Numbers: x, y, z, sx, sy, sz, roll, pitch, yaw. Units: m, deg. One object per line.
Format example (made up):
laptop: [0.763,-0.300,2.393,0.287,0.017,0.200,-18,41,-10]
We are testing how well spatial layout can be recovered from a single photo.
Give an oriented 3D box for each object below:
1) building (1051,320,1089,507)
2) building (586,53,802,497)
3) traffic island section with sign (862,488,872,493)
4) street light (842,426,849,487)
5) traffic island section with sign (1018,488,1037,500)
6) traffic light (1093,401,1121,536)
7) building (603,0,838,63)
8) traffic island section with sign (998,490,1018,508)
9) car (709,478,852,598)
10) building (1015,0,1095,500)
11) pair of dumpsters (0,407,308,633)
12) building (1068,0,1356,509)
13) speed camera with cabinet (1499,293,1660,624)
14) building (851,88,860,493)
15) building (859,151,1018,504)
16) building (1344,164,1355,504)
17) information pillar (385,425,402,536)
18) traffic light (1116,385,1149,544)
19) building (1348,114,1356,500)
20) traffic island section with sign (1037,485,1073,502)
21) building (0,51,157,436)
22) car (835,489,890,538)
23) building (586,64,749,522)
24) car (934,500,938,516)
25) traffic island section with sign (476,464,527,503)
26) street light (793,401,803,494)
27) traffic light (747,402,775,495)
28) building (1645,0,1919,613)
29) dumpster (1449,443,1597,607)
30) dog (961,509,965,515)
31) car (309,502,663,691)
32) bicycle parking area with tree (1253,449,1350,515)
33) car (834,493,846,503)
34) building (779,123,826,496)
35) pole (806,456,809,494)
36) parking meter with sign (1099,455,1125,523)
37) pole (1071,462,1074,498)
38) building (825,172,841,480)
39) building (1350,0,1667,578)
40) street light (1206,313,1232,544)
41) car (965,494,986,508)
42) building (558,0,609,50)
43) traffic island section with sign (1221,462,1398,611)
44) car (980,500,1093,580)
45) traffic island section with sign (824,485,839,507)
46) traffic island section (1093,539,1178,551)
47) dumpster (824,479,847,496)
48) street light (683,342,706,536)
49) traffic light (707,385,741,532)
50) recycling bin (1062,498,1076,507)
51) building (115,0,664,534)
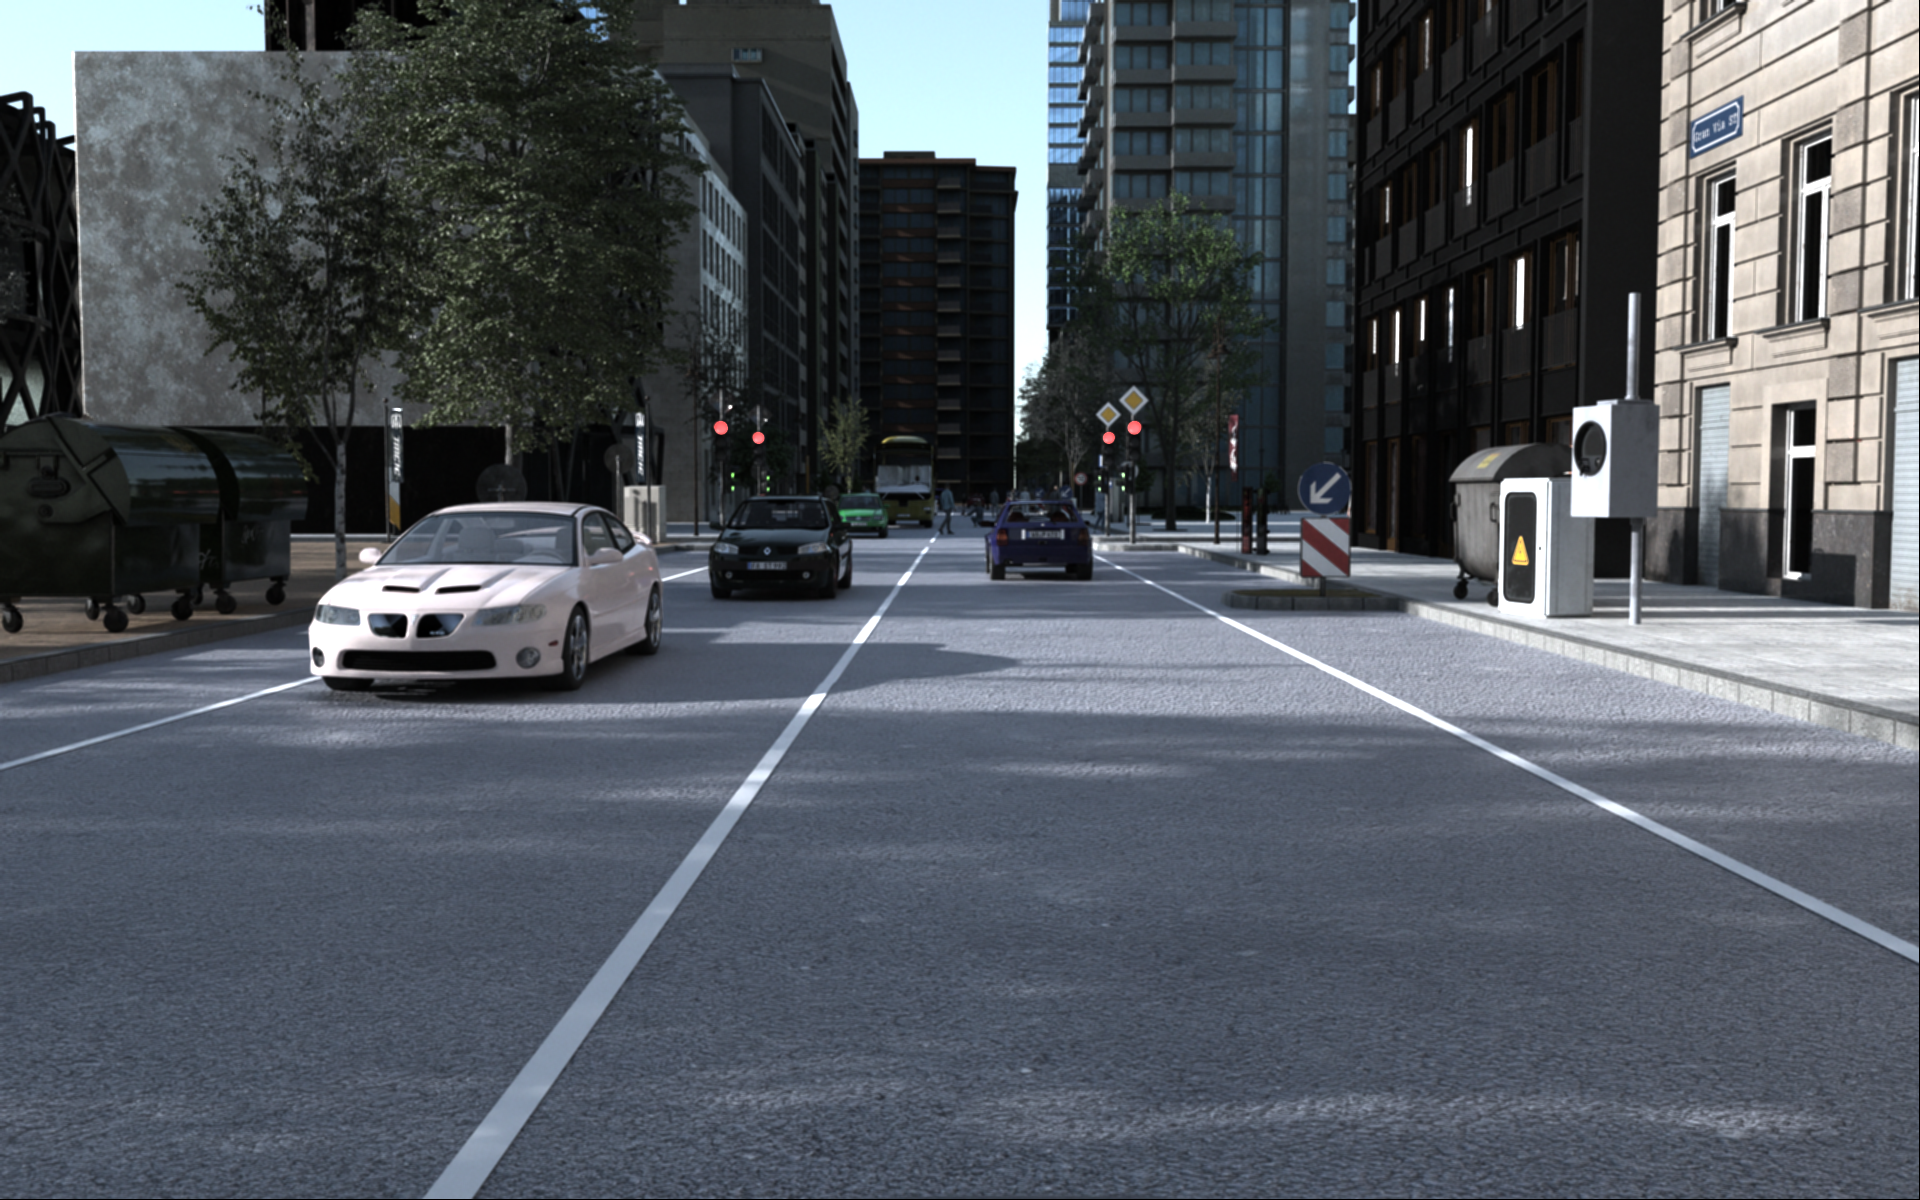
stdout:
building: [24.378,-20.896,186.691,27.650,21.520,28.899,0,4,0]
building: [-17.919,-19.130,106.283,14.314,27.812,24.014,0,4,0]
traffic island section with sign: [-5.600,-5.891,104.943,1.989,1.847,2.006,0,4,0]
street light: [-7.883,-8.914,118.532,0.468,5.910,1.993,0,4,0]
traffic island section with sign: [4.727,-5.969,106.216,1.989,1.847,2.006,0,4,0]
traffic light: [4.485,-3.902,52.711,0.839,4.253,0.868,0,4,0]
building: [-22.159,-33.206,166.615,21.300,48.544,21.600,0,4,0]
traffic island section with sign: [5.030,-10.617,182.212,1.989,1.847,2.006,0,4,0]
car: [-2.532,-0.932,25.027,2.009,1.686,4.222,0,4,1]
building: [22.817,-55.762,224.372,31.000,86.520,22.319,0,4,0]
pair of dumpsters: [-8.331,-0.945,17.948,1.574,2.255,4.437,0,4,0]
building: [22.182,-32.821,156.237,23.786,49.044,30.456,0,4,0]
speed camera with cabinet: [6.312,-1.433,17.769,0.660,3.252,2.038,-1,4,-12]
building: [-22.191,-34.607,189.523,21.600,48.544,21.300,0,4,0]
building: [-7.123,-34.823,223.986,28.867,44.769,22.147,0,4,0]
building: [52.728,-30.132,184.531,23.993,40.220,32.217,0,4,0]
information pillar: [-17.282,-3.757,52.777,0.183,3.616,0.504,2,4,27]
traffic light: [4.454,-3.413,44.726,0.839,4.253,0.868,0,4,0]
building: [49.566,-36.722,224.105,21.600,48.544,21.300,0,4,0]
traffic island section with sign: [4.628,-4.257,78.231,1.989,1.847,2.006,0,4,0]
building: [-42.153,-12.002,63.687,16.811,18.784,16.820,0,4,0]
car: [-3.297,-2.973,57.408,1.959,1.807,4.718,0,4,-2]
building: [-16.741,-14.129,85.756,10.420,20.320,16.860,0,4,0]
car: [-2.514,-6.368,116.484,2.083,1.381,4.827,0,4,1]
traffic island section with sign: [-5.908,-0.817,21.982,1.989,1.847,2.006,0,4,0]
street light: [-7.997,-6.910,85.759,0.468,5.910,1.993,0,4,0]
traffic light: [-6.076,-3.903,52.735,0.839,4.253,0.868,0,4,0]
building: [15.768,-13.182,12.797,12.463,27.353,25.104,0,4,0]
dumpster: [6.610,-0.893,20.360,1.264,1.857,1.865,0,4,0]
dog: [0.146,-5.964,117.709,0.748,0.427,0.550,-3,5,-43]
car: [-3.667,-0.109,14.150,2.083,1.381,4.827,0,4,1]
bicycle parking area with tree: [22.017,-7.603,111.314,8.231,4.147,9.016,1,4,16]
car: [-5.888,-5.021,90.889,1.959,1.807,4.718,0,4,-1]
building: [-18.381,-22.213,134.879,14.160,30.474,14.107,0,4,0]
pole: [-8.083,-5.990,91.784,0.158,3.312,0.155,0,3,0]
parking meter with sign: [6.827,-4.973,77.568,0.543,3.016,1.738,2,4,30]
pole: [7.110,-7.085,109.678,0.158,3.312,0.155,0,3,0]
building: [-17.818,-23.094,149.291,14.160,30.474,14.107,0,4,0]
building: [15.604,-12.465,33.485,12.332,23.373,15.834,0,4,0]
street light: [6.606,-4.377,44.353,0.468,5.910,1.993,0,4,0]
car: [1.604,-10.231,176.317,2.155,1.783,4.494,0,4,0]
building: [-48.493,-53.529,187.863,31.000,86.520,22.319,0,4,0]
traffic island section with sign: [4.416,-0.832,22.233,1.989,1.847,2.006,0,4,0]
car: [1.335,-1.081,30.247,1.945,1.354,3.894,0,4,-1]
traffic island section with sign: [-5.694,-4.211,77.471,1.989,1.847,2.006,0,4,0]
traffic island section: [4.494,-1.380,44.839,2.009,0.180,2.903,0,4,0]
dumpster: [-7.984,-6.608,110.526,1.502,2.255,1.985,0,3,0]
street light: [-8.095,-4.905,52.986,0.468,5.910,1.993,0,4,0]
traffic light: [-6.107,-3.415,44.750,0.839,4.253,0.868,0,4,0]
recycling bin: [6.740,-5.787,107.178,0.722,1.027,0.722,2,4,32]
building: [-19.668,-11.986,63.426,16.820,18.784,16.811,0,4,0]
